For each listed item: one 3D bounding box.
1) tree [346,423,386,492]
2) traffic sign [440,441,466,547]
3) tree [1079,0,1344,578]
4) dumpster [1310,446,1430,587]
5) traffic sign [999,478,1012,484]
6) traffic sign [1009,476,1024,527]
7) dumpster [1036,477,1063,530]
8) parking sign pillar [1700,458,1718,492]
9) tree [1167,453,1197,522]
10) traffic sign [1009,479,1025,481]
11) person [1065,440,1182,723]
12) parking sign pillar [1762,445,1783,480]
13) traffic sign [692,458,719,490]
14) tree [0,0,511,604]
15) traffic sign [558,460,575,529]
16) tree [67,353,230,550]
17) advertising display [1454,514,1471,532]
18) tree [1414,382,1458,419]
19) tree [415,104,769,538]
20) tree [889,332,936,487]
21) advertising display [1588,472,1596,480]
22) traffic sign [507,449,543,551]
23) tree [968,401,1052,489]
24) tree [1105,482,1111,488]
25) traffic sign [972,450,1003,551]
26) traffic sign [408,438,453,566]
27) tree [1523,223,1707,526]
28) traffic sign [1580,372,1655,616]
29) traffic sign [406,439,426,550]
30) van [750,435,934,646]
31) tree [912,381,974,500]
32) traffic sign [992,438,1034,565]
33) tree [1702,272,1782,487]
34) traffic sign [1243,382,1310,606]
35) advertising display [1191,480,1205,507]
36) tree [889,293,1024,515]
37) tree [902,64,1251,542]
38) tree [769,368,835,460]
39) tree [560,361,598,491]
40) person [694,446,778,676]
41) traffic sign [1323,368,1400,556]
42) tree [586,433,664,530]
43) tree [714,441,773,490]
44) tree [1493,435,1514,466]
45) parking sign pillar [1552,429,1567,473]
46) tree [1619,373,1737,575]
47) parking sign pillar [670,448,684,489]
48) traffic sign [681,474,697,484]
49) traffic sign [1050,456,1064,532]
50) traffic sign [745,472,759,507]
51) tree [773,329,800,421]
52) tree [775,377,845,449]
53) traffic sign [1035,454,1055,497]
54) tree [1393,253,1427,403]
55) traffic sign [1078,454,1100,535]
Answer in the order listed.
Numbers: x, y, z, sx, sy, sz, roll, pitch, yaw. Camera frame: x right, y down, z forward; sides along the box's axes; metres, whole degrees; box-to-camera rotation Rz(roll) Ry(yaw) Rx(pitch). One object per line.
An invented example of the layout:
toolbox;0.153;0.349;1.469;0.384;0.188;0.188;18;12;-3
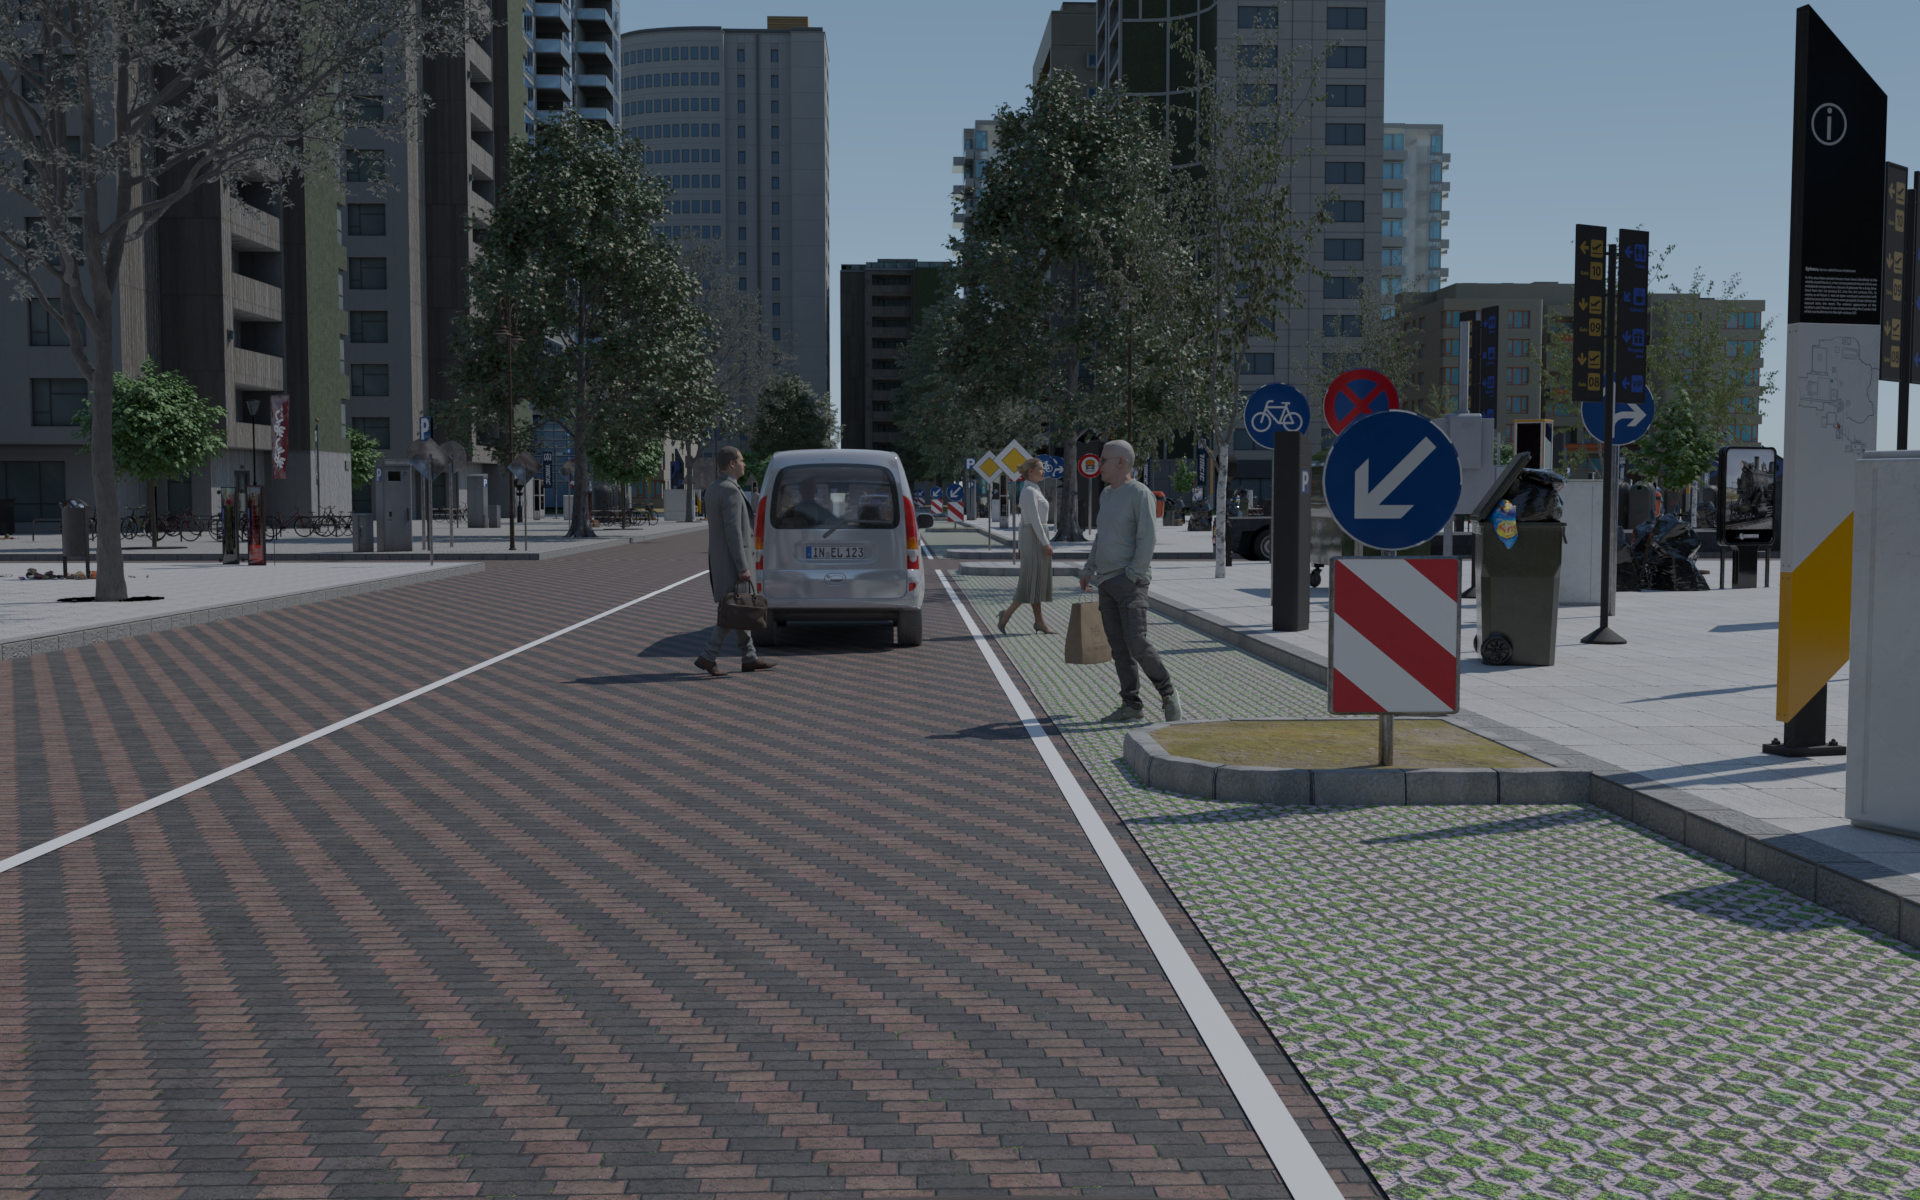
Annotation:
tree;-27.626;-5.773;78.106;4.285;4.588;4.351;0;3;0
traffic sign;-12.290;-2.550;41.798;0.768;2.556;0.104;0;4;6
tree;3.945;-4.651;26.410;4.360;8.622;3.978;0;3;0
dumpster;5.399;-1.253;22.973;1.502;2.255;1.985;0;4;-2
traffic sign;2.588;-5.918;96.867;0.768;2.556;0.104;0;4;0
traffic sign;2.084;-4.154;67.925;0.884;2.594;0.081;0;4;1
dumpster;3.082;-3.389;61.173;1.264;1.857;1.865;0;4;-2
parking sign pillar;42.884;-6.736;98.613;1.447;3.967;1.447;-3;4;-37
tree;10.407;-5.256;80.536;1.663;3.219;1.824;0;3;0
traffic sign;2.202;-4.296;70.241;0.884;2.594;0.081;0;4;4
person;1.015;-0.116;10.880;0.515;1.767;0.782;-2;4;-29
parking sign pillar;44.515;-6.497;94.700;1.447;3.967;1.447;1;4;16
traffic sign;-13.788;-6.286;96.646;2.265;3.308;0.079;0;4;1
tree;-10.327;-6.728;20.381;12.009;13.543;11.850;0;3;0
traffic sign;-13.138;-3.490;58.239;0.795;2.450;0.064;0;4;4
tree;-19.021;-3.482;40.647;4.285;4.588;4.351;0;3;0
advertising display;15.951;-3.064;55.315;0.974;1.923;0.123;-2;4;-30
tree;31.730;-9.960;113.202;4.737;8.622;4.395;0;3;0
tree;-11.192;-8.212;51.277;9.611;12.733;9.660;0;3;0
tree;-1.745;-20.600;192.705;12.611;20.169;13.585;0;3;0
advertising display;18.713;-2.821;51.341;0.123;1.923;0.974;2;4;25
traffic sign;-9.770;-2.159;38.937;0.795;2.450;0.064;0;4;-2
tree;1.694;-8.437;88.300;4.360;8.622;3.978;0;3;0
tree;8.887;-6.352;98.457;1.663;3.219;1.824;0;3;0
traffic sign;0.667;-2.182;39.324;0.795;2.450;0.064;0;4;-2
traffic sign;-9.457;-1.671;30.958;0.795;2.450;0.064;0;4;-2
tree;17.831;-5.970;47.980;4.737;8.622;4.395;0;3;0
traffic sign;6.857;-1.104;18.154;0.768;2.556;0.104;0;4;1
traffic sign;-12.299;-2.420;39.669;0.768;2.556;0.104;0;4;1
van;-1.247;-0.654;17.701;2.013;2.044;4.112;0;4;-3
tree;-1.533;-15.873;177.655;7.486;12.596;7.792;0;3;0
traffic sign;0.980;-1.694;31.345;0.795;2.450;0.064;0;4;-2
tree;24.425;-6.512;56.830;4.737;8.622;4.395;0;3;0
traffic sign;3.613;-1.207;19.844;0.768;2.556;0.104;0;4;-1
advertising display;10.834;-4.501;78.805;0.123;1.923;0.974;-2;4;-24
tree;0.398;-12.326;108.185;9.857;13.997;8.962;0;3;0
tree;3.067;-7.919;46.488;9.611;12.733;9.660;0;3;0
tree;-15.974;-14.728;157.803;9.611;12.733;9.660;0;3;0
tree;-20.055;-8.810;94.404;4.737;8.622;4.395;0;3;0
person;-1.783;-0.317;13.780;0.767;1.812;0.694;-2;4;-25
traffic sign;4.055;-1.069;17.578;0.768;2.556;0.104;0;4;4
tree;-12.125;-4.813;62.403;4.285;4.588;4.351;0;3;0
tree;-13.874;-7.556;107.256;4.285;4.588;4.351;0;3;0
tree;29.705;-6.853;95.758;4.285;4.588;4.351;0;3;0
parking sign pillar;24.591;-5.119;72.163;1.447;3.967;1.447;3;5;45
tree;11.454;-2.042;27.981;1.663;3.219;1.824;0;3;0
parking sign pillar;-16.578;-6.921;101.631;1.447;3.967;1.447;-2;4;-27
traffic sign;-14.813;-5.791;94.686;0.884;2.594;0.081;0;4;7
traffic sign;3.202;-3.541;57.998;0.768;2.556;0.104;0;4;7
traffic sign;-12.459;-6.337;103.611;0.884;2.594;0.081;0;4;8
tree;-12.188;-10.263;78.170;12.009;13.543;11.850;0;3;0
tree;-17.092;-17.134;186.788;9.857;13.997;8.962;0;3;0
traffic sign;2.664;-3.383;55.424;0.768;2.556;0.104;0;4;2
tree;12.506;-6.310;53.537;4.360;8.622;3.978;0;3;0
traffic sign;4.091;-3.325;54.476;0.768;2.556;0.104;0;4;7
